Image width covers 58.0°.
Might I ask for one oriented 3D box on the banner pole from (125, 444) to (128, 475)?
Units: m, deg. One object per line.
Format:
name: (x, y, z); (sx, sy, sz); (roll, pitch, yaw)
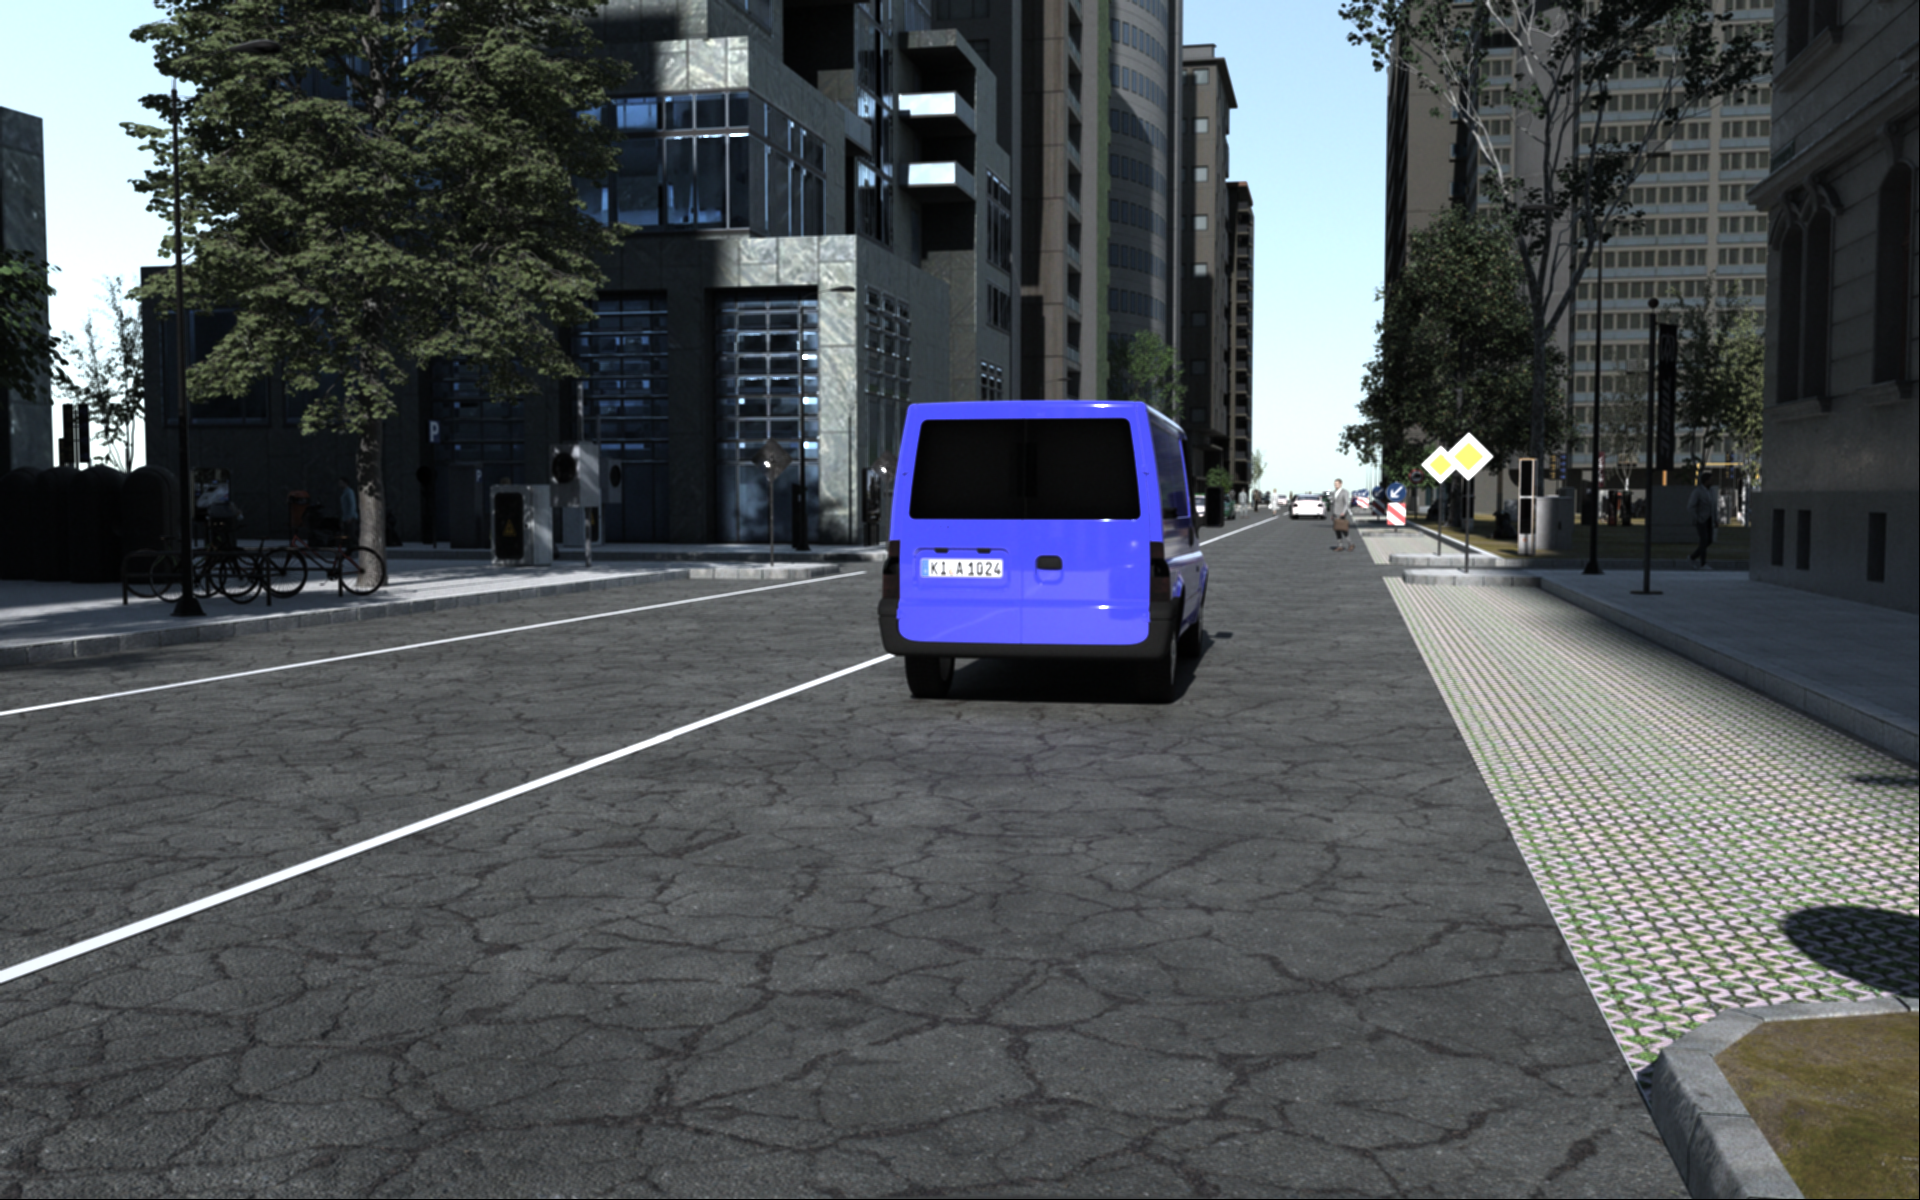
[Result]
banner pole: (-41.487, -5.892, 86.352); (0.401, 3.779, 0.863); (-3, 4, -37)

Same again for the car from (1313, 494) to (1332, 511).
car: (30.212, -8.186, 145.635); (2.131, 1.459, 4.920); (1, 4, 12)

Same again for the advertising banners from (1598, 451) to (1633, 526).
advertising banners: (26.413, -4.514, 69.985); (0.090, 3.025, 2.074); (-1, 4, -23)

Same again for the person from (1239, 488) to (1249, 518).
person: (17.178, -5.893, 104.953); (0.635, 1.810, 0.391); (2, 4, 34)

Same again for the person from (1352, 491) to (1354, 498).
person: (50.388, -13.039, 221.779); (0.705, 1.812, 1.348); (2, 4, 24)

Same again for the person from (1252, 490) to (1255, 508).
person: (30.396, -10.452, 179.472); (0.705, 1.814, 1.350); (0, 4, 0)

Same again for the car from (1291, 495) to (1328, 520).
car: (19.808, -5.252, 98.229); (2.083, 1.381, 4.827); (1, 4, 14)

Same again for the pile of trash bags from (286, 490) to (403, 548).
pile of trash bags: (-15.323, -2.000, 42.458); (3.447, 1.369, 1.912); (2, 4, 32)

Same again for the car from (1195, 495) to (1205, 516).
car: (10.670, -4.083, 79.121); (2.083, 1.381, 4.827); (1, 4, 14)

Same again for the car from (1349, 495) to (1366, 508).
car: (41.052, -10.127, 178.154); (1.945, 1.354, 3.894); (1, 4, 12)

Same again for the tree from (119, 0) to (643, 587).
tree: (-7.942, -6.477, 24.026); (7.486, 12.596, 7.792); (0, 3, 0)

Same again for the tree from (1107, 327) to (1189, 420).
tree: (10.525, -11.113, 107.451); (9.928, 11.665, 9.643); (0, 3, 0)

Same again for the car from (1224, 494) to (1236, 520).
car: (14.395, -5.202, 96.854); (2.131, 1.459, 4.920); (1, 4, 13)

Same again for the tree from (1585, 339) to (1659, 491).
tree: (32.049, -8.124, 83.191); (4.360, 8.622, 3.978); (0, 3, 0)

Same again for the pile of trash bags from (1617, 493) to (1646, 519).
pile of trash bags: (35.445, -4.968, 90.977); (3.447, 1.369, 1.912); (-2, 4, -31)

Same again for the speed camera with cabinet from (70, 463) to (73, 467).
speed camera with cabinet: (-32.147, -4.268, 64.115); (2.038, 3.252, 0.660); (-3, 5, -39)

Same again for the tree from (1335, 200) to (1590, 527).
tree: (19.585, -9.214, 67.658); (9.611, 12.733, 9.660); (0, 3, 0)

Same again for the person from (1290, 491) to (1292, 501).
person: (45.706, -14.109, 239.275); (0.705, 1.812, 1.348); (1, 4, 16)

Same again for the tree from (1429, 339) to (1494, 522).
tree: (22.233, -7.849, 78.694); (4.737, 8.622, 4.395); (0, 3, 0)

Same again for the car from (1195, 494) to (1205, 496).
car: (17.162, -6.996, 123.188); (1.959, 1.807, 4.718); (1, 4, 10)

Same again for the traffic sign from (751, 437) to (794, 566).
traffic sign: (-3.330, -1.652, 30.655); (0.795, 2.450, 0.064); (1, 4, 12)

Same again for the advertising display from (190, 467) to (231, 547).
advertising display: (-18.261, -2.265, 42.239); (0.123, 1.923, 0.974); (2, 4, 35)

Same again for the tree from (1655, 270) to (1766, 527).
tree: (24.995, -6.581, 57.963); (4.737, 8.622, 4.395); (0, 3, 0)

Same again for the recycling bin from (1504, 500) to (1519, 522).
recycling bin: (25.319, -4.081, 79.275); (0.722, 1.027, 0.722); (2, 4, 27)

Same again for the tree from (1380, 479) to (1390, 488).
tree: (47.192, -12.032, 191.326); (1.663, 3.219, 1.824); (0, 3, 0)

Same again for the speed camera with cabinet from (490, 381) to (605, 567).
speed camera with cabinet: (-7.358, -2.218, 30.606); (2.038, 3.252, 0.660); (2, 4, 27)

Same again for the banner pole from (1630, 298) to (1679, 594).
banner pole: (9.029, -1.979, 22.370); (0.863, 3.779, 0.401); (-3, 5, -40)

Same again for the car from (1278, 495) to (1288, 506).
car: (39.622, -12.349, 214.262); (2.083, 1.381, 4.827); (1, 4, 12)

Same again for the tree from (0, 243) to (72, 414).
tree: (-9.402, -1.883, 14.504); (4.285, 4.588, 4.351); (0, 3, 0)

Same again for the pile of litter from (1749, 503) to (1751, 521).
pile of litter: (37.441, -4.124, 81.393); (1.719, 0.858, 1.176); (-2, 4, -24)

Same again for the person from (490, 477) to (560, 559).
person: (-9.658, -1.802, 38.176); (1.509, 1.804, 0.699); (1, 4, 18)

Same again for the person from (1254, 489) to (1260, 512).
person: (24.156, -8.105, 141.028); (0.705, 1.823, 1.348); (0, 4, -8)

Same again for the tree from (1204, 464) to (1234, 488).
tree: (27.740, -12.396, 186.395); (4.285, 4.588, 4.351); (0, 3, 0)

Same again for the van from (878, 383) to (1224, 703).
van: (0.888, -0.569, 13.690); (2.240, 2.365, 5.245); (1, 4, 11)

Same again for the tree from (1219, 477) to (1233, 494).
tree: (27.621, -11.488, 182.430); (1.663, 3.219, 1.824); (0, 3, 0)

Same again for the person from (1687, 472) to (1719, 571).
person: (13.927, -1.482, 32.577); (0.661, 1.843, 0.795); (-2, 4, -23)

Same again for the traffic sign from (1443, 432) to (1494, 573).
traffic sign: (8.235, -1.496, 28.103); (0.795, 2.450, 0.064); (1, 4, 12)

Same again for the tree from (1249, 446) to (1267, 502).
tree: (45.589, -19.439, 268.183); (4.737, 8.622, 4.395); (0, 3, 0)

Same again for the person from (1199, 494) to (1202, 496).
person: (16.233, -6.468, 117.467); (0.599, 1.433, 0.991); (2, 4, 33)

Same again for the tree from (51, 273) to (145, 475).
tree: (-27.332, -6.480, 56.315); (4.360, 8.622, 3.978); (0, 3, 0)

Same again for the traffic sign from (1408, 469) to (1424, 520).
traffic sign: (22.859, -5.302, 86.797); (0.768, 2.556, 0.104); (1, 4, 15)

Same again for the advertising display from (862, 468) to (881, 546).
advertising display: (-2.189, -2.300, 42.821); (0.123, 1.923, 0.974); (1, 4, 18)

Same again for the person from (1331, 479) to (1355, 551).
person: (9.560, -2.140, 43.602); (0.853, 1.813, 0.709); (-2, 4, -35)

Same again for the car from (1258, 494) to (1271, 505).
car: (38.766, -12.954, 221.586); (2.009, 1.686, 4.222); (1, 4, 13)

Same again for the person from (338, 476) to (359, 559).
person: (-13.315, -1.800, 37.943); (0.620, 1.820, 0.660); (-2, 4, -35)

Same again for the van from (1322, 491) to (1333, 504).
van: (45.642, -12.726, 215.089); (2.013, 2.044, 4.112); (1, 4, 12)

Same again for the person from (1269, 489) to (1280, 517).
person: (19.618, -6.074, 108.165); (0.694, 1.780, 0.624); (3, 5, 40)

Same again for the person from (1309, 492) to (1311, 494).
person: (42.594, -12.294, 210.223); (0.721, 1.743, 1.217); (-1, 4, -22)

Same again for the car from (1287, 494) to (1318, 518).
car: (20.711, -5.780, 104.294); (2.009, 1.686, 4.222); (1, 4, 11)

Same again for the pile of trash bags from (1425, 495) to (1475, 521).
pile of trash bags: (24.219, -4.574, 84.545); (1.912, 1.369, 3.447); (3, 5, 41)

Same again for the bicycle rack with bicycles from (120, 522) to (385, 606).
bicycle rack with bicycles: (-8.850, -0.465, 20.982); (2.925, 0.926, 2.852); (0, 4, 8)

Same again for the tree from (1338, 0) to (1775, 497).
tree: (17.009, -11.630, 46.039); (12.611, 20.169, 13.585); (0, 3, 0)

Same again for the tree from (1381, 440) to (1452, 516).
tree: (28.654, -7.790, 111.084); (4.285, 4.588, 4.351); (0, 3, 0)

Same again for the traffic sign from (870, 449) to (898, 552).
traffic sign: (-1.617, -2.129, 38.454); (0.795, 2.450, 0.064); (1, 4, 12)

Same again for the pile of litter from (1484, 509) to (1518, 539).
pile of litter: (15.816, -2.197, 49.883); (1.176, 0.858, 1.719); (0, 4, -4)

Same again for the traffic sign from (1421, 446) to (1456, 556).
traffic sign: (9.948, -1.973, 35.903); (0.795, 2.450, 0.064); (1, 4, 12)

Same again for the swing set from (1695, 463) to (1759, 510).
swing set: (39.068, -5.559, 88.515); (3.119, 2.851, 2.862); (2, 4, 30)

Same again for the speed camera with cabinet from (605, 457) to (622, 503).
speed camera with cabinet: (-9.016, -2.944, 42.474); (0.660, 3.252, 2.038); (1, 4, 16)

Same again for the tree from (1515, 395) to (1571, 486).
tree: (33.697, -9.279, 102.066); (4.360, 8.622, 3.978); (0, 3, 0)
